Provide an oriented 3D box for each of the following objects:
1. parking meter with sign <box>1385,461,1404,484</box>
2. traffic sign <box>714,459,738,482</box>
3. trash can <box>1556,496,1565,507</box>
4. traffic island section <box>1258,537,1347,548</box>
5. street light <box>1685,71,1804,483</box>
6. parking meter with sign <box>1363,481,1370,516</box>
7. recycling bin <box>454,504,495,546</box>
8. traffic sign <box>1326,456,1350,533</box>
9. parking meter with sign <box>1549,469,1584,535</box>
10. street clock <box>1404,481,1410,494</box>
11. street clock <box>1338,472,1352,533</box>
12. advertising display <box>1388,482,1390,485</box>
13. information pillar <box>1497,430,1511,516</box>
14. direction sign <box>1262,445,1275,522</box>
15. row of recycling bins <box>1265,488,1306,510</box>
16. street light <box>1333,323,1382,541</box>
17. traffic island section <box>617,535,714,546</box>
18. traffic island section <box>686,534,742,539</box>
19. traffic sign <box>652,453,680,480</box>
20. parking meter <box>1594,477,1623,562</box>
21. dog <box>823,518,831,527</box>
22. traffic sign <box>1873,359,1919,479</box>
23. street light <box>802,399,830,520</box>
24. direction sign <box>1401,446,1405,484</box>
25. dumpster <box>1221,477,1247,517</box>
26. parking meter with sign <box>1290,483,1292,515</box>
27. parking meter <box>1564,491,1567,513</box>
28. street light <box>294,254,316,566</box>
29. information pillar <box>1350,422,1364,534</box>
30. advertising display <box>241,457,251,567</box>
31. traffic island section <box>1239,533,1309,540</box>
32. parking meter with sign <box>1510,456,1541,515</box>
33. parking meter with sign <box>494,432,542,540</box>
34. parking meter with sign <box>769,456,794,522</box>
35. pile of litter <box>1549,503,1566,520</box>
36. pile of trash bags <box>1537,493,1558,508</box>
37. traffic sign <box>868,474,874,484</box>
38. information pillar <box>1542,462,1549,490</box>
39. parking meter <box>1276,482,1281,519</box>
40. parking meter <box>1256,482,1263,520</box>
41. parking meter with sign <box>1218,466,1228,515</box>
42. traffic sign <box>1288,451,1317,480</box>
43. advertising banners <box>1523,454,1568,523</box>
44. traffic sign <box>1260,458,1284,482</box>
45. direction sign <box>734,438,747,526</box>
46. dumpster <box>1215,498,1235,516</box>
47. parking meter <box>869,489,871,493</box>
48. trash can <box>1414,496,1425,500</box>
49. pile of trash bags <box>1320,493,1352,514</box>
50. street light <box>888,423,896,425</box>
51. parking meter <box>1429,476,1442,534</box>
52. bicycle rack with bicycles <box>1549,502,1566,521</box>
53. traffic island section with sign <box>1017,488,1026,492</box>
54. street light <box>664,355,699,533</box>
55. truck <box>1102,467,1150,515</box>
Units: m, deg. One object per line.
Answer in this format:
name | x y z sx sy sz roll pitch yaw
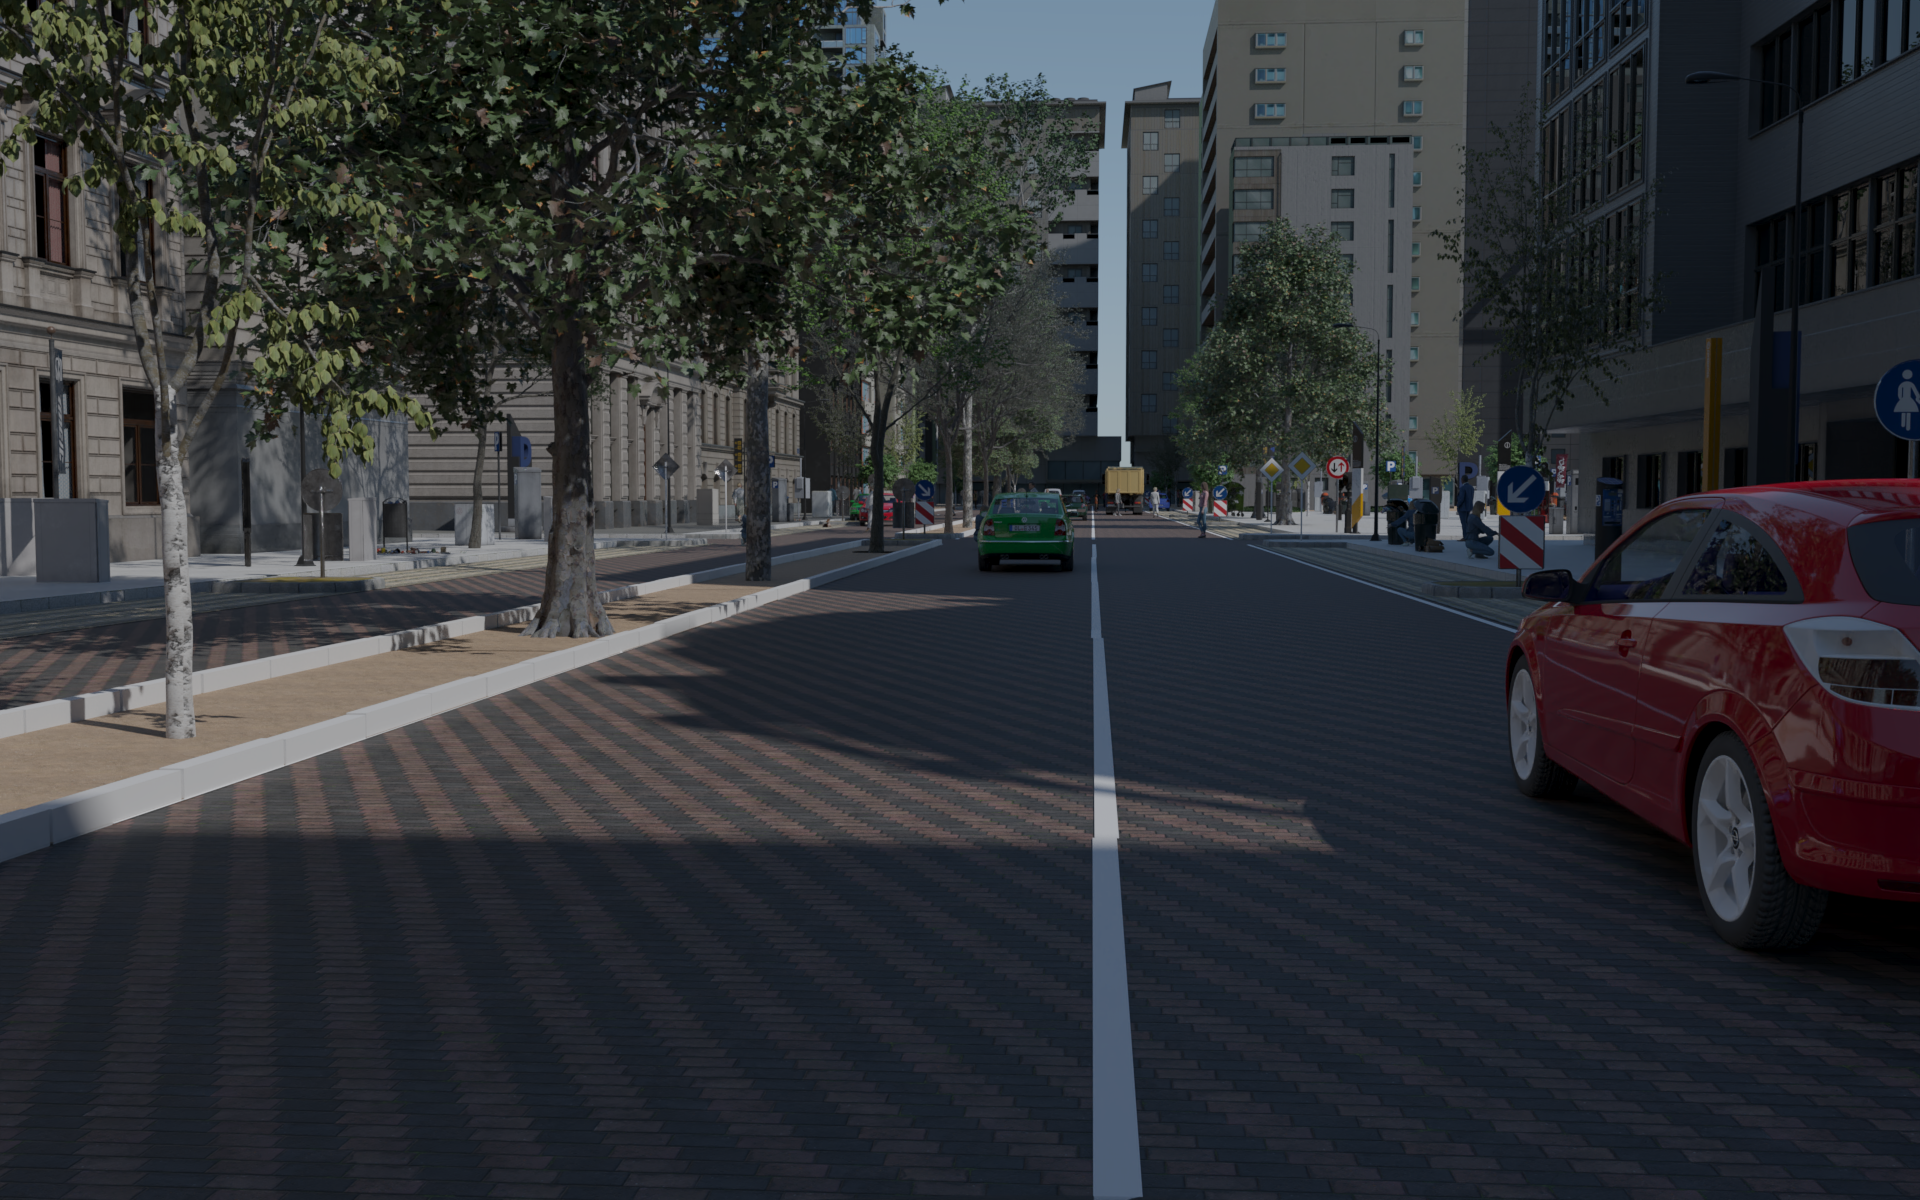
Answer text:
parking meter with sign | 22.866 -5.771 90.620 0.543 3.016 1.738 -1 4 -10
traffic sign | -7.672 -3.332 56.673 0.795 2.593 0.064 0 4 4
trash can | 36.312 -5.677 104.474 0.748 1.137 0.748 0 3 0
traffic island section | 9.386 -1.538 47.431 2.009 0.180 2.903 0 4 4
street light | 8.676 -2.852 19.177 1.470 5.913 1.316 0 4 4
parking meter with sign | 23.820 -6.501 102.549 0.543 3.016 1.738 -1 4 -10
recycling bin | -12.137 -1.880 43.296 0.722 1.027 0.722 1 4 18
traffic sign | 12.573 -3.524 57.717 0.768 2.556 0.104 0 4 5
parking meter with sign | 19.637 -3.590 54.964 1.738 3.016 0.543 0 4 -2
street clock | 24.242 -5.484 94.240 0.471 2.002 0.358 -3 4 -38
street clock | 12.697 -3.185 56.639 0.358 2.002 0.471 -1 4 -11
advertising display | 23.281 -5.348 92.646 0.974 1.923 0.123 -2 4 -27
information pillar | 19.919 -4.405 63.382 0.504 3.616 0.183 0 4 -5
direction sign | 14.140 -5.350 79.461 0.876 3.537 0.379 -3 5 -41
row of recycling bins | 23.955 -7.344 127.181 3.534 1.692 1.069 -2 4 -31
street light | 10.824 -4.566 47.194 1.470 5.913 1.316 0 4 4
traffic island section | -8.304 -1.621 48.780 2.009 0.180 2.903 0 4 4
traffic island section | -7.696 -2.108 56.742 2.009 0.180 2.903 0 4 4
traffic sign | -8.279 -2.845 48.711 0.795 2.593 0.064 0 4 4
parking meter | 9.494 -1.036 25.346 0.372 1.533 0.369 0 3 0
dog | -5.641 -3.307 74.255 0.550 0.427 0.748 0 4 7
traffic sign | 9.049 -1.000 16.464 0.768 2.556 0.104 0 4 8
street light | -7.068 -6.862 84.736 1.470 5.913 1.316 0 4 4
direction sign | 20.706 -5.444 81.005 0.379 3.537 0.876 1 4 22
dumpster | 15.354 -5.827 97.771 1.502 2.255 1.985 0 4 4
parking meter with sign | 20.372 -6.813 107.656 0.543 3.016 1.738 1 4 17
parking meter | 33.865 -5.386 96.468 0.372 1.533 0.369 0 3 0
street light | -11.129 -3.553 30.641 1.470 5.913 1.316 0 4 4
information pillar | 12.811 -3.944 55.832 0.183 3.616 0.504 -2 4 -24
advertising display | -12.720 -1.570 30.876 0.123 1.923 0.974 -2 4 -24
traffic island section | 9.994 -2.025 55.393 2.009 0.180 2.903 0 4 4
parking meter with sign | 25.925 -5.114 79.871 0.543 3.016 1.738 -1 4 -23
parking meter with sign | -12.220 -3.227 49.023 1.738 3.016 0.543 -2 4 -29
parking meter with sign | -8.240 -5.075 79.244 0.543 3.016 1.738 2 4 27
pile of litter | 29.474 -4.386 85.669 1.719 0.858 1.176 0 4 0
pile of trash bags | 39.322 -6.524 116.427 1.912 1.369 3.447 0 4 -7
traffic sign | -5.419 -6.647 108.786 0.768 2.556 0.104 1 4 12
information pillar | 37.779 -7.372 111.887 0.183 3.616 0.504 -3 5 -43
parking meter | 15.072 -4.659 81.890 0.255 1.863 0.399 1 4 10
parking meter | 14.713 -4.855 85.093 0.255 1.863 0.399 1 4 21
parking meter with sign | 16.013 -6.652 105.021 0.543 3.016 1.738 0 4 2
traffic sign | 9.362 -2.762 47.350 0.795 2.593 0.064 0 4 4
advertising banners | 25.486 -4.861 75.663 2.074 3.025 0.090 2 4 33
traffic sign | 9.969 -3.249 55.312 0.795 2.593 0.064 0 4 4
direction sign | -8.720 -4.779 70.126 0.876 3.537 0.379 1 4 14
dumpster | 15.348 -5.775 100.172 1.264 1.857 1.865 0 4 4
parking meter | -5.737 -6.610 113.781 0.399 1.863 0.255 0 4 7
trash can | 28.235 -5.811 106.660 0.748 1.137 0.748 0 3 0
pile of trash bags | 26.301 -6.854 121.808 1.912 1.369 3.447 -1 4 -17
street light | -4.842 -8.584 112.885 1.470 5.913 1.316 0 4 4
parking meter | 15.298 -3.058 55.713 0.399 1.863 0.255 1 4 18
bicycle rack with bicycles | 29.539 -4.268 83.170 2.925 0.926 2.852 2 4 29
traffic island section with sign | 4.626 -7.503 130.816 2.006 1.907 1.989 0 4 4
street light | -9.029 -5.154 56.816 1.470 5.913 1.316 0 4 4
truck | 11.587 -7.688 121.616 3.469 3.379 9.791 0 4 6
